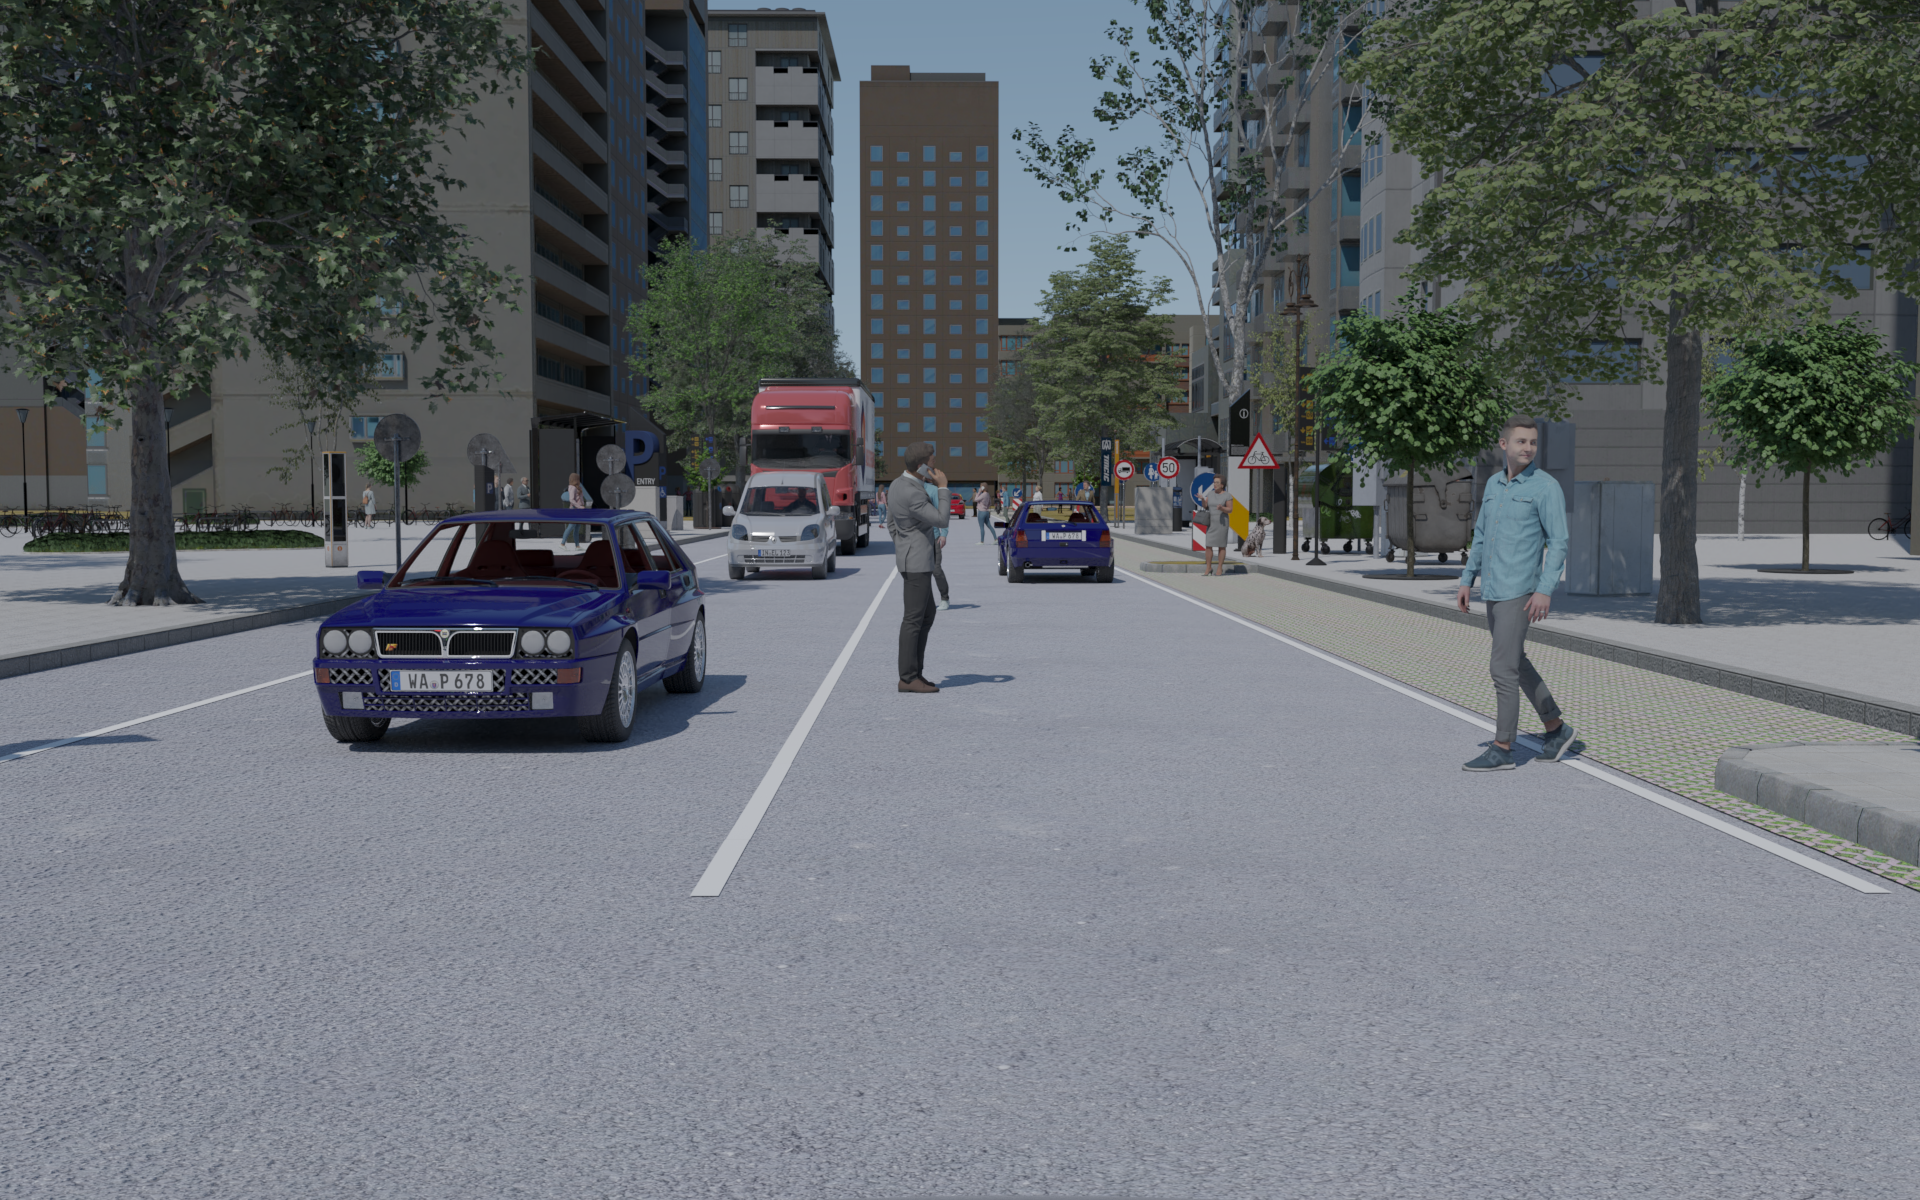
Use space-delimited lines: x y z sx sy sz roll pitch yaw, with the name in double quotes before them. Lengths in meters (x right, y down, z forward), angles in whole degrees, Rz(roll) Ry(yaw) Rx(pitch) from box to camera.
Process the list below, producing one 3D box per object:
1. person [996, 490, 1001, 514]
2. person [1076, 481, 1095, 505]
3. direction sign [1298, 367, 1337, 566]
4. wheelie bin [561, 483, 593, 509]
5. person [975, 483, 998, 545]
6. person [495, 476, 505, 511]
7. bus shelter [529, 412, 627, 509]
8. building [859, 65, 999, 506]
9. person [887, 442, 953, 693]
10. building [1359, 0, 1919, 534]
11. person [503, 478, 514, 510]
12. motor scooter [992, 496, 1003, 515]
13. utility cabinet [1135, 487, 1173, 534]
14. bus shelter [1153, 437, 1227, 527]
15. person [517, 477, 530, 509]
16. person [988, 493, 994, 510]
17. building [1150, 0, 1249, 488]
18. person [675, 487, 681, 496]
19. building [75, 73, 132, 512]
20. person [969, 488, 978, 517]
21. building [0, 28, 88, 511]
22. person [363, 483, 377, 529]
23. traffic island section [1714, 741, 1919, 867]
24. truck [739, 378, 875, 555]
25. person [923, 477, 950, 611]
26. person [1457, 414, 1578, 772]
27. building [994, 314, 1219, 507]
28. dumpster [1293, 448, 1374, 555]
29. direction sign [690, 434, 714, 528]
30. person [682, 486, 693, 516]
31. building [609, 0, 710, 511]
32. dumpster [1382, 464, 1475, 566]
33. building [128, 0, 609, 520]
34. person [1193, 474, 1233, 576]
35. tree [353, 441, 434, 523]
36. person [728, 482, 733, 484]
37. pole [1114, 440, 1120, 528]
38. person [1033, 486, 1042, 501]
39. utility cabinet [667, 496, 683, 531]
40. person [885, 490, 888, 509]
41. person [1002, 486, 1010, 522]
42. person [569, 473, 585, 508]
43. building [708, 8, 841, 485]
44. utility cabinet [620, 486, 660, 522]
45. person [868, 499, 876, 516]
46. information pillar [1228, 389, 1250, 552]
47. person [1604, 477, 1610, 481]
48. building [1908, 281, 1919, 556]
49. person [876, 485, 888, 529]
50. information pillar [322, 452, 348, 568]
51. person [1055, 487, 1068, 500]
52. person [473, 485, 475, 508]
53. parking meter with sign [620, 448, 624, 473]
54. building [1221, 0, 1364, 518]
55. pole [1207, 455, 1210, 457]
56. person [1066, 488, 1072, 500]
"person" 2.923 -7.179 126.602 0.721 1.743 1.217 0 4 4
"person" 3.755 -2.694 52.459 0.836 1.842 0.656 3 5 41
"direction sign" 6.414 -2.390 31.074 0.876 3.537 0.379 -2 4 -29
"wheelie bin" -10.056 -2.296 45.454 0.693 1.594 0.980 0 4 4
"person" 0.753 -2.415 48.580 0.643 1.750 0.593 2 4 25
"person" -12.407 -2.427 46.142 0.534 1.772 0.576 3 4 38
"bus shelter" -11.525 -3.755 52.676 1.731 3.624 6.357 0 4 -1
"building" -3.221 -32.688 184.559 14.200 45.320 14.600 0 4 -1
"person" -0.294 -0.236 12.536 0.473 1.802 0.592 0 4 -2
"building" 26.840 -32.156 67.753 21.231 58.520 28.212 0 4 -1
"person" -15.480 -3.254 59.096 0.795 1.843 0.661 0 4 -7
"motor scooter" 2.652 -6.586 120.457 0.815 1.314 1.986 0 4 0
"utility cabinet" 6.162 -2.842 55.143 1.173 1.500 0.318 -1 4 -14
"bus shelter" 8.540 -4.323 64.605 2.014 3.302 5.546 0 4 -1
"person" -13.345 -2.889 53.454 0.590 1.801 0.661 2 4 23
"person" 2.474 -9.171 158.586 1.348 1.807 0.705 2 4 24
"building" 27.519 -49.989 129.992 22.319 86.520 31.000 0 4 -1
"person" -17.297 -6.128 106.950 0.721 1.743 1.217 -1 4 -20
"building" -50.658 -31.497 134.589 30.456 49.044 23.786 0 4 -1
"person" 0.901 -6.060 107.595 0.705 1.823 1.348 -2 4 -24
"building" -73.038 -29.913 139.189 14.200 45.320 14.600 0 4 -1
"person" -21.565 -3.434 63.187 0.512 1.701 0.522 1 4 17
"traffic island section" 4.650 0.904 7.507 2.009 0.180 2.903 0 4 -1
"truck" -3.637 -3.375 44.096 2.839 4.237 11.283 0 4 0
"person" -0.385 -0.781 21.287 0.660 1.820 0.620 2 4 29
"person" 2.961 -0.041 9.030 0.748 1.841 0.638 -1 4 -11
"building" 18.261 -21.184 191.397 28.899 21.520 27.650 0 4 -1
"dumpster" 8.106 -2.125 37.233 1.502 2.255 1.985 0 4 0
"direction sign" -9.707 -4.481 65.255 0.876 3.537 0.379 0 4 4
"person" -15.967 -5.808 101.725 1.217 1.743 0.721 1 4 12
"building" -28.188 -29.938 139.594 14.200 45.320 14.600 0 4 -1
"dumpster" 8.568 -1.584 31.663 1.264 1.857 1.865 0 4 -1
"building" -31.580 -28.738 93.567 21.300 48.544 21.600 0 4 -1
"person" 4.344 -1.292 29.989 0.716 1.782 0.532 2 4 33
"tree" -25.509 -5.786 78.321 4.285 4.588 4.351 0 3 0
"person" -9.746 -4.099 73.414 0.721 1.781 0.623 1 4 12
"pole" 5.921 -4.368 65.256 0.158 3.312 0.155 0 3 0
"person" 3.412 -4.048 74.906 0.641 1.798 0.478 -2 4 -24
"utility cabinet" -10.167 -3.060 61.186 0.306 1.237 1.020 -3 5 -43
"person" -5.511 -7.480 131.347 0.990 1.755 0.434 3 4 38
"person" 2.010 -3.979 73.894 0.444 1.785 0.601 1 4 18
"person" -8.729 -1.979 38.997 0.643 1.750 0.593 -1 4 -16
"building" -25.355 -36.771 190.440 27.495 52.752 28.713 0 4 -1
"utility cabinet" -9.189 -2.500 49.552 1.173 1.500 0.318 1 4 13
"person" -5.618 -6.238 111.435 0.436 1.711 0.756 -2 4 -30
"information pillar" 6.219 -2.886 38.534 0.504 3.616 0.183 -1 4 -15
"person" 20.321 -2.962 54.591 0.709 1.813 0.853 1 4 22
"building" 32.013 -22.854 28.284 28.867 44.769 22.147 0 4 -1
"person" -3.227 -3.887 72.065 0.555 1.821 0.388 2 4 30
"information pillar" -10.866 -1.569 30.138 0.304 2.012 0.304 -3 5 -42
"person" 6.663 -6.552 113.849 1.217 1.739 0.721 -3 5 -45
"person" -22.426 -4.536 80.550 0.444 1.785 0.601 2 4 34
"parking meter with sign" -12.065 -4.246 65.691 1.738 3.016 0.543 1 4 10
"building" 28.430 -29.367 99.757 23.786 49.044 30.456 0 4 -1
"pole" 9.760 -4.552 68.276 0.158 3.312 0.155 0 3 0
"person" 8.534 -7.929 136.214 0.750 1.759 0.617 2 4 26
